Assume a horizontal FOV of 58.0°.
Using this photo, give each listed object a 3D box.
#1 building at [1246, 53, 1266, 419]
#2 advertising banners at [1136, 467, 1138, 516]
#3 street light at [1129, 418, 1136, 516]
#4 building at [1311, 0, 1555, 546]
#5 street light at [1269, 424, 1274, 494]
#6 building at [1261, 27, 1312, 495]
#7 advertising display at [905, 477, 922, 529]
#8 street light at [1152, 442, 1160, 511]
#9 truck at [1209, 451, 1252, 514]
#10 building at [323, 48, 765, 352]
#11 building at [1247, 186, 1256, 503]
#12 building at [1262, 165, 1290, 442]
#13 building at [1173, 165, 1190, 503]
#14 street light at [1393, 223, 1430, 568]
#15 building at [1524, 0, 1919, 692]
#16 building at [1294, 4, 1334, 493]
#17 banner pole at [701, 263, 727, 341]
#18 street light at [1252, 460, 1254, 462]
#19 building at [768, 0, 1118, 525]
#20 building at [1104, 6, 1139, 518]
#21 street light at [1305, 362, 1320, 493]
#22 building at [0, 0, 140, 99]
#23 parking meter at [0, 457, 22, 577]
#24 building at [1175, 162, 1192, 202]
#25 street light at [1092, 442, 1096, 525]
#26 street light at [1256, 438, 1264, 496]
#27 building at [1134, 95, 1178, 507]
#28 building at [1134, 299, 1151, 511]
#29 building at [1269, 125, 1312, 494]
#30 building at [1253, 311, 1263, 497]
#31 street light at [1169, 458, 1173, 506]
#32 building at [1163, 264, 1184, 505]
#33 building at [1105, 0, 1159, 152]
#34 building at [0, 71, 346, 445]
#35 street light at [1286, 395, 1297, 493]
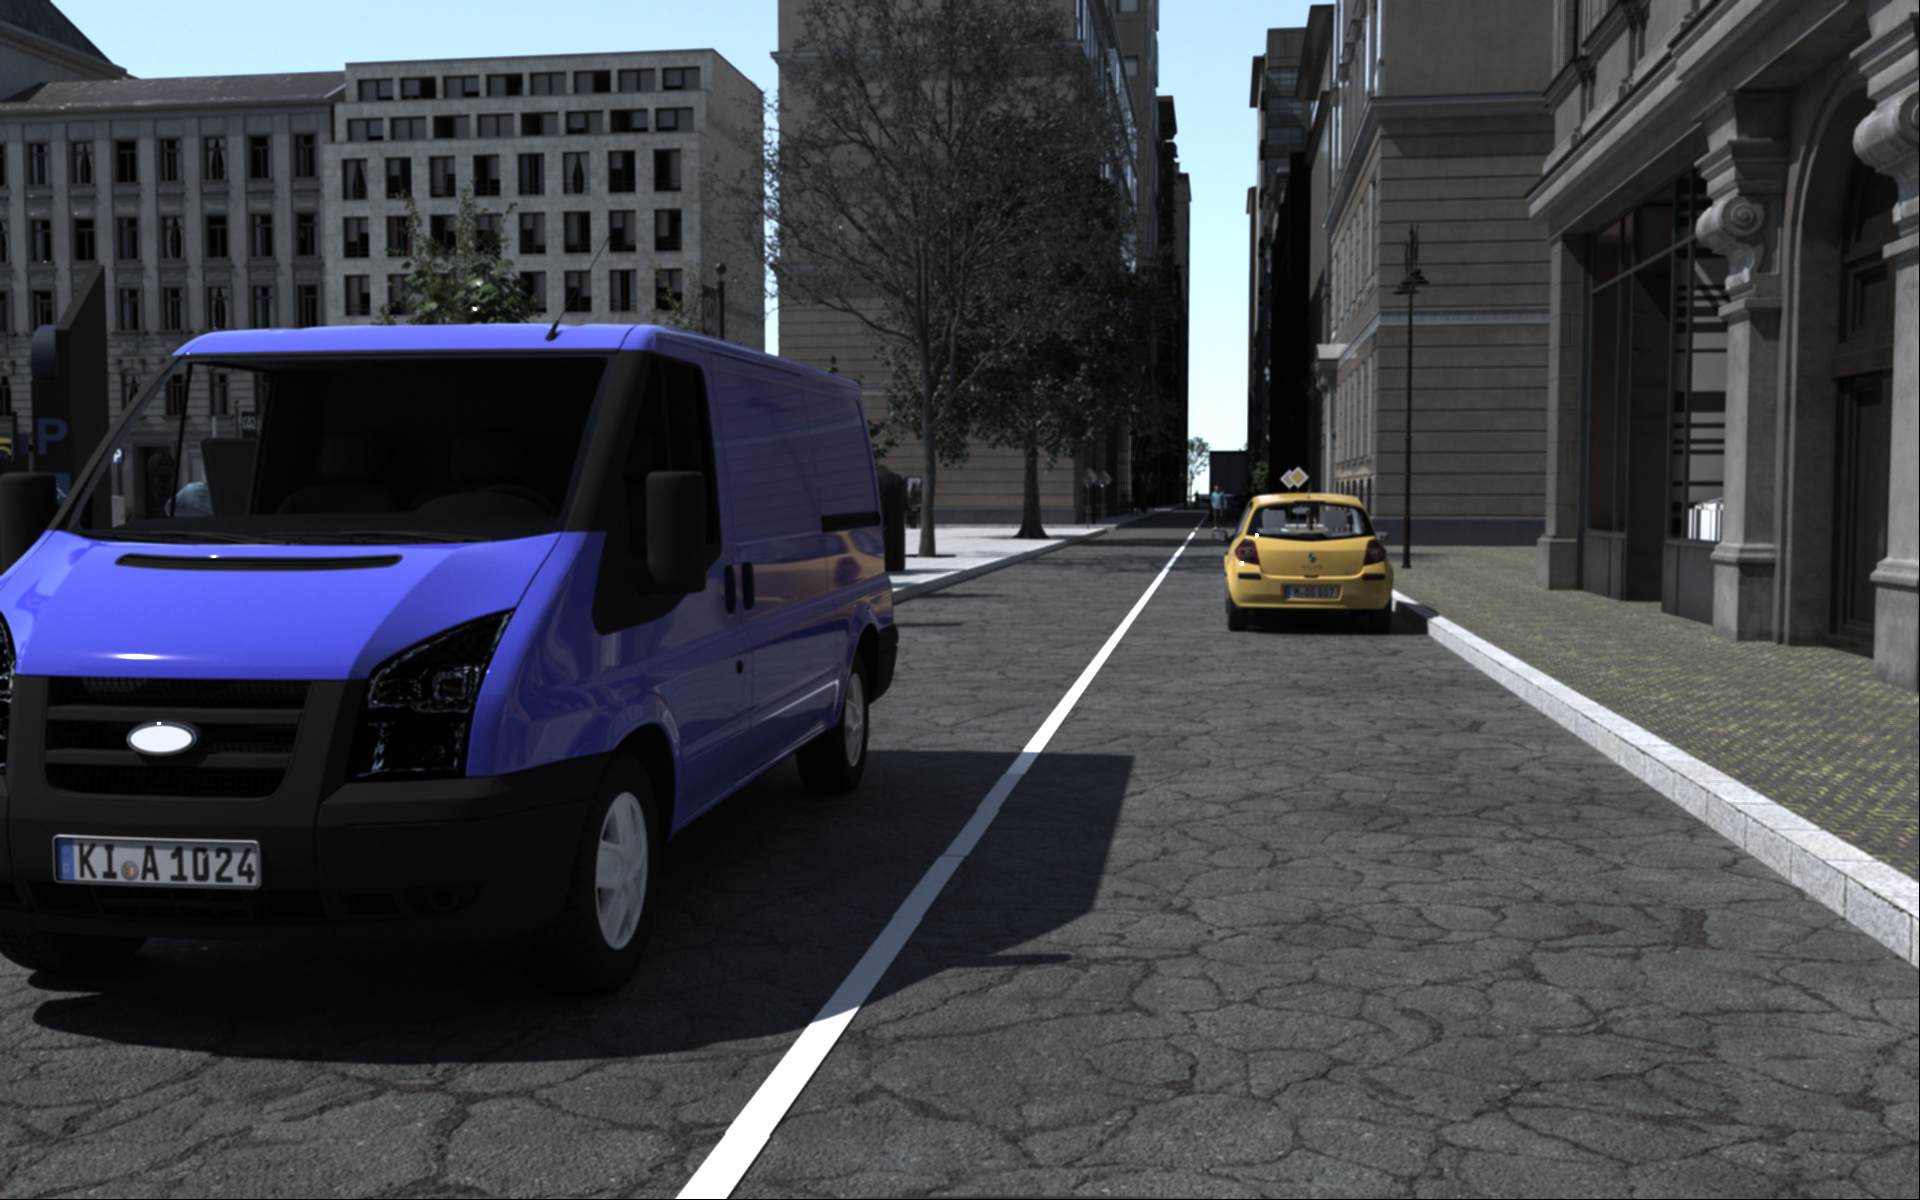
[{"bbox_3d":[48.451,-37.545,203.105,28.713,52.752,27.495,1,4,9],"label":"building"},{"bbox_3d":[10.221,-6.334,99.752,0.090,3.025,2.074,0,4,6],"label":"advertising banners"},{"bbox_3d":[10.271,-7.980,103.262,0.468,5.910,1.993,1,4,9],"label":"street light"},{"bbox_3d":[17.845,-16.205,50.853,13.634,28.700,20.117,1,4,9],"label":"building"},{"bbox_3d":[20.254,-8.531,112.275,0.468,5.910,1.993,1,4,9],"label":"street light"},{"bbox_3d":[34.257,-28.840,155.131,14.154,41.232,14.086,1,4,9],"label":"building"},{"bbox_3d":[-1.727,-3.598,64.041,0.123,1.923,0.974,2,4,32],"label":"advertising display"},{"bbox_3d":[15.058,-9.897,134.600,0.468,5.910,1.993,1,4,9],"label":"street light"},{"bbox_3d":[18.266,-7.845,117.171,2.839,4.237,11.283,1,4,10],"label":"truck"},{"bbox_3d":[-18.408,-13.721,79.087,16.860,20.320,10.420,1,4,9],"label":"building"},{"bbox_3d":[47.741,-36.339,244.256,14.600,45.320,14.200,1,4,9],"label":"building"},{"bbox_3d":[30.149,-21.014,130.973,14.401,28.519,23.554,1,4,9],"label":"building"},{"bbox_3d":[22.726,-38.591,254.658,21.300,48.544,21.600,1,4,9],"label":"building"},{"bbox_3d":[7.730,-3.488,29.810,0.468,5.910,1.993,1,4,9],"label":"street light"},{"bbox_3d":[12.162,-10.425,21.366,10.553,20.767,40.483,1,4,9],"label":"building"},{"bbox_3d":[30.010,-14.794,75.173,30.059,22.955,16.112,1,4,9],"label":"building"},{"bbox_3d":[-2.630,-1.749,18.615,0.401,3.779,0.863,1,4,10],"label":"banner pole"},{"bbox_3d":[27.014,-11.274,157.123,0.468,5.910,1.993,1,4,9],"label":"street light"},{"bbox_3d":[0.080,-18.068,81.312,13.634,28.700,20.117,1,4,9],"label":"building"},{"bbox_3d":[4.562,-20.080,105.802,11.434,29.767,29.804,1,4,9],"label":"building"},{"bbox_3d":[12.393,-5.389,60.901,0.468,5.910,1.993,1,4,9],"label":"street light"},{"bbox_3d":[-56.645,-18.386,87.998,23.554,28.519,14.401,1,4,9],"label":"building"},{"bbox_3d":[-14.836,-1.303,27.012,0.255,1.863,0.399,2,4,32],"label":"parking meter"},{"bbox_3d":[22.497,-42.208,279.344,28.713,52.752,27.495,1,4,9],"label":"building"},{"bbox_3d":[5.589,-6.079,72.174,0.468,5.910,1.993,1,4,9],"label":"street light"},{"bbox_3d":[24.961,-10.443,143.533,0.468,5.910,1.993,1,4,9],"label":"street light"},{"bbox_3d":[12.333,-32.668,188.739,22.147,44.769,28.867,1,4,9],"label":"building"},{"bbox_3d":[5.785,-16.026,129.481,16.820,18.784,16.811,1,4,9],"label":"building"},{"bbox_3d":[26.376,-17.216,111.163,12.332,23.373,15.834,1,4,9],"label":"building"},{"bbox_3d":[44.154,-20.242,176.003,27.650,21.520,28.899,1,4,9],"label":"building"},{"bbox_3d":[21.817,-12.629,179.264,0.468,5.910,1.993,1,4,9],"label":"street light"},{"bbox_3d":[19.518,-26.794,209.782,14.160,30.474,14.107,1,4,9],"label":"building"},{"bbox_3d":[4.514,-34.984,161.227,28.713,52.752,27.495,1,4,9],"label":"building"},{"bbox_3d":[-35.677,-14.261,82.324,18.267,20.994,9.793,1,4,9],"label":"building"},{"bbox_3d":[15.450,-6.613,80.910,0.468,5.910,1.993,1,4,9],"label":"street light"}]
